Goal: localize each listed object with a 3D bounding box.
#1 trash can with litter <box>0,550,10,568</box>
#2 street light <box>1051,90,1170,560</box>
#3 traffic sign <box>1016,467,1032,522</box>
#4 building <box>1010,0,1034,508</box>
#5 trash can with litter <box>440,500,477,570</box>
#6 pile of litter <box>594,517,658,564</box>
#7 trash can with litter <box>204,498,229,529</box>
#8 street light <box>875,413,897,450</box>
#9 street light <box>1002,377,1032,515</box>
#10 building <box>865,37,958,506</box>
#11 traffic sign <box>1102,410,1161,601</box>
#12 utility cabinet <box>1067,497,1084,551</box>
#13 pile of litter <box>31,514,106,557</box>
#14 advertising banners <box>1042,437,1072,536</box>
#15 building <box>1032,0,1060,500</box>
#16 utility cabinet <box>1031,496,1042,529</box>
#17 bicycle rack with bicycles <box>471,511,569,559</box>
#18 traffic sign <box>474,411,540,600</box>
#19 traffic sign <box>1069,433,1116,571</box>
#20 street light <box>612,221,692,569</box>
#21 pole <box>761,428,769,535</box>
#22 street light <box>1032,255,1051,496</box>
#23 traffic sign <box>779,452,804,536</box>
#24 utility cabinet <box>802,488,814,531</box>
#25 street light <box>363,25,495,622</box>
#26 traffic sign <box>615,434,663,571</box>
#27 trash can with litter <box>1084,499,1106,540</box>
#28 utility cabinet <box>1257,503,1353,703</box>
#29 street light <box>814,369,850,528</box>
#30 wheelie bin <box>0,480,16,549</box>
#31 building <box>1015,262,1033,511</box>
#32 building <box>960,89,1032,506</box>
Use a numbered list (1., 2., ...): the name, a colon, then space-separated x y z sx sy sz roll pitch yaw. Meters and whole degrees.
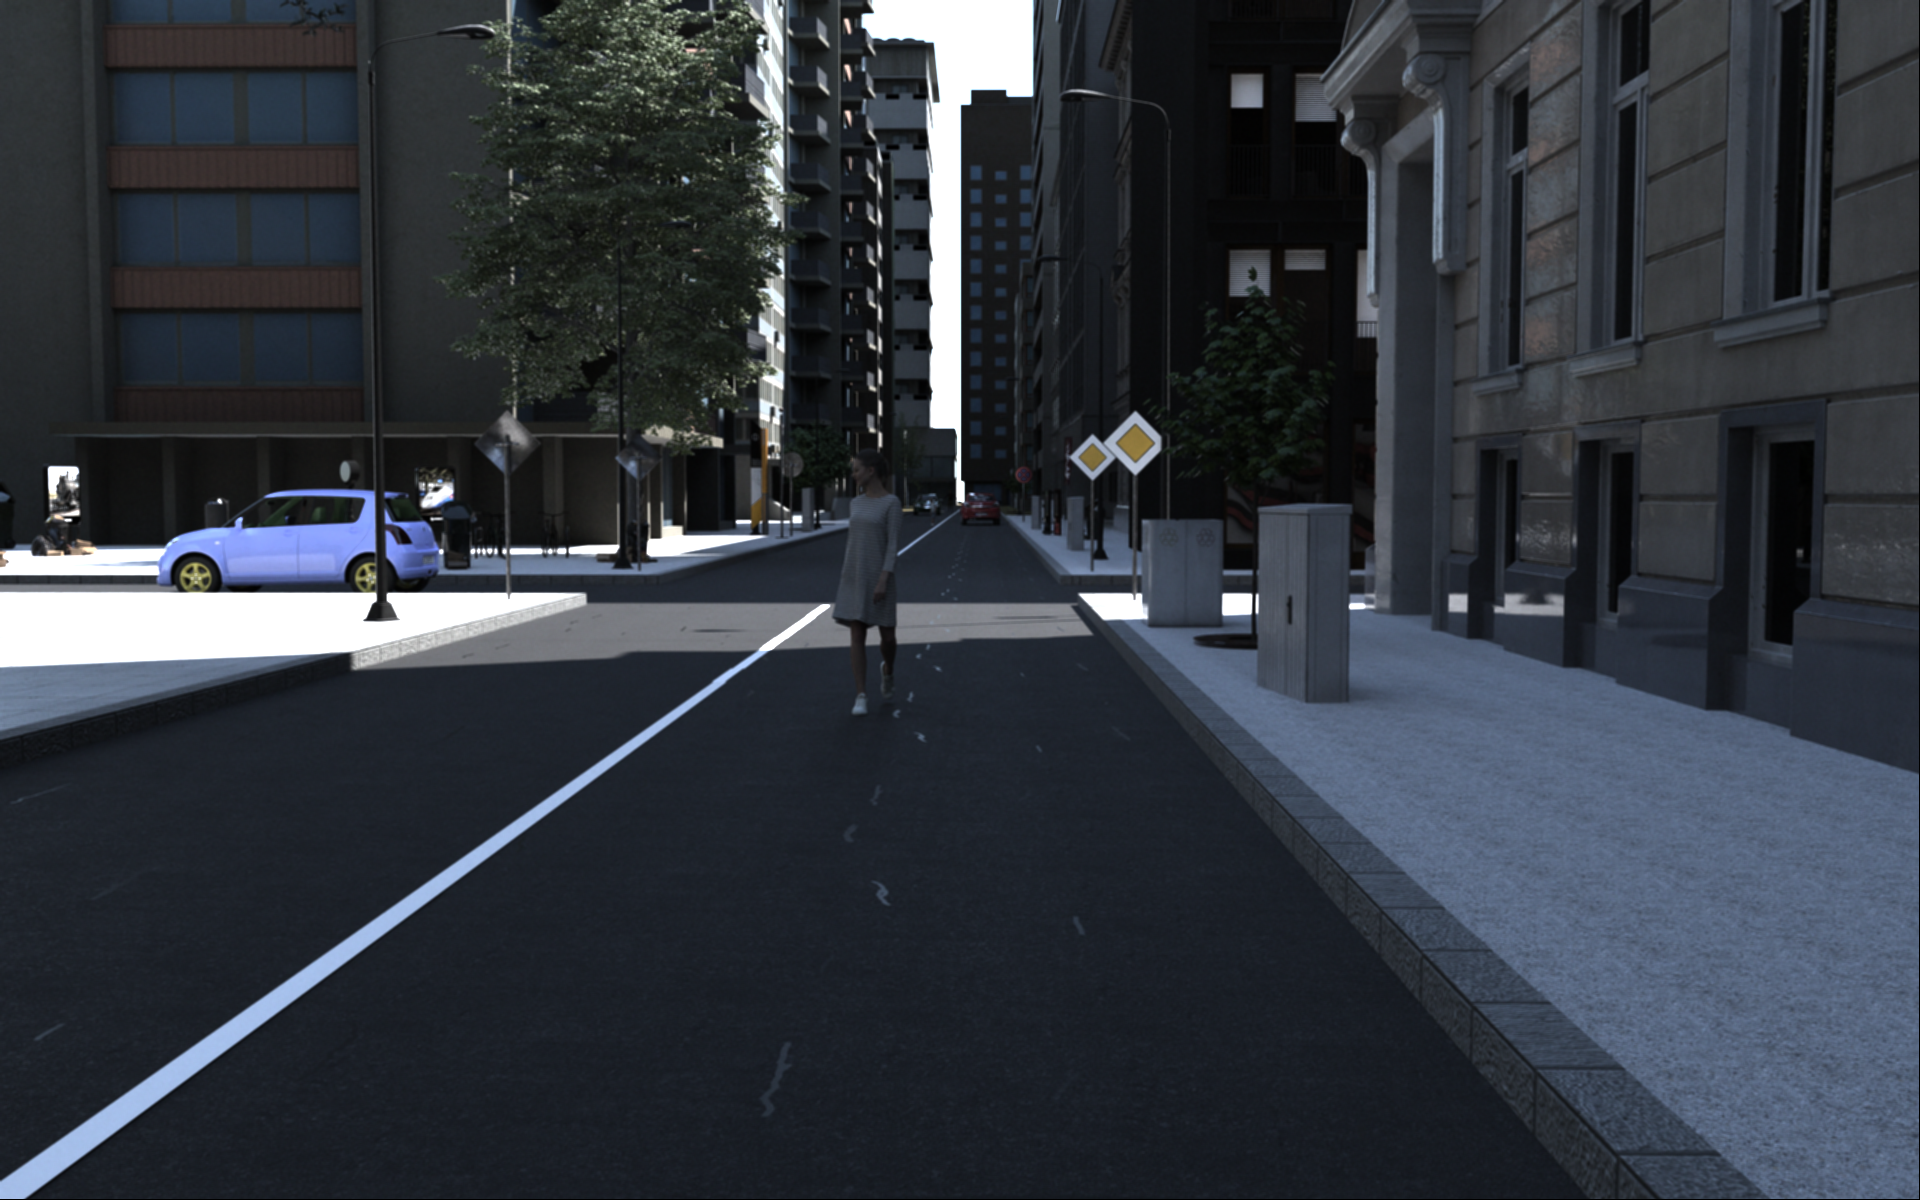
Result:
1. trash can with litter: -16.890 -1.126 29.793 0.624 1.170 1.055 0 4 0
2. street light: 1.845 -2.908 20.085 1.470 5.913 1.316 0 4 1
3. traffic sign: 2.952 -4.899 80.210 0.768 2.556 0.104 0 4 1
4. building: 15.259 -44.585 167.219 20.563 71.187 20.611 0 4 1
5. trash can with litter: -8.600 -1.127 29.810 0.624 1.170 1.055 -1 4 -19
6. pile of litter: -6.313 -1.146 32.701 1.176 0.858 1.719 -1 4 -10
7. trash can with litter: -14.767 -1.468 35.065 2.233 1.210 1.678 1 4 12
8. street light: -4.314 -7.756 99.357 1.470 5.913 1.316 0 4 1
9. street light: 2.519 -5.906 69.097 1.470 5.913 1.316 0 4 1
10. building: -14.132 -37.489 202.187 27.495 52.752 28.713 0 4 1
11. traffic sign: 2.094 -1.047 20.753 0.795 2.450 0.064 0 4 1
12. utility cabinet: 2.630 -1.738 39.581 0.306 1.237 1.020 0 4 -2
13. pile of litter: -18.593 -1.356 36.132 1.176 0.858 1.719 2 4 29
14. advertising banners: 3.024 -3.521 53.758 0.090 3.025 2.074 -1 4 -22
15. building: 15.939 -30.202 117.508 21.300 48.544 21.600 0 4 1
16. utility cabinet: 2.818 -3.206 63.577 0.306 1.237 1.020 0 4 8
17. bicycle rack with bicycles: -9.032 -1.337 35.244 2.852 0.926 2.925 -1 4 -11
18. traffic sign: -5.449 -1.054 20.868 0.795 2.450 0.064 0 4 1
19. traffic sign: 2.195 -1.535 28.737 0.795 2.450 0.064 0 4 1
20. street light: -5.259 -3.489 29.583 1.470 5.913 1.316 0 4 1
21. pole: -6.071 -3.673 53.889 0.158 3.312 0.155 0 3 0
22. street light: 2.207 -3.750 33.850 1.470 5.913 1.316 0 4 1
23. traffic sign: -5.141 -3.217 52.710 0.768 2.556 0.104 1 4 8
24. utility cabinet: -5.194 -3.084 59.095 0.318 1.500 1.173 0 4 2
25. street light: -5.308 -2.740 17.334 1.470 5.913 1.316 0 4 1
26. traffic sign: -5.348 -1.542 28.852 0.795 2.450 0.064 0 4 1
27. trash can with litter: 3.546 -2.267 48.459 1.055 1.170 0.624 2 4 30
28. utility cabinet: 2.186 0.003 11.109 0.306 1.237 1.020 0 4 -7
29. street light: -4.787 -5.628 64.563 1.470 5.913 1.316 0 4 1
30. wheelie bin: -22.460 -1.981 40.302 0.980 1.594 0.693 1 4 23
31. building: 18.639 -18.255 143.504 27.650 21.520 28.899 0 4 1
32. building: 7.195 -33.328 195.025 14.200 45.320 14.600 0 4 1
